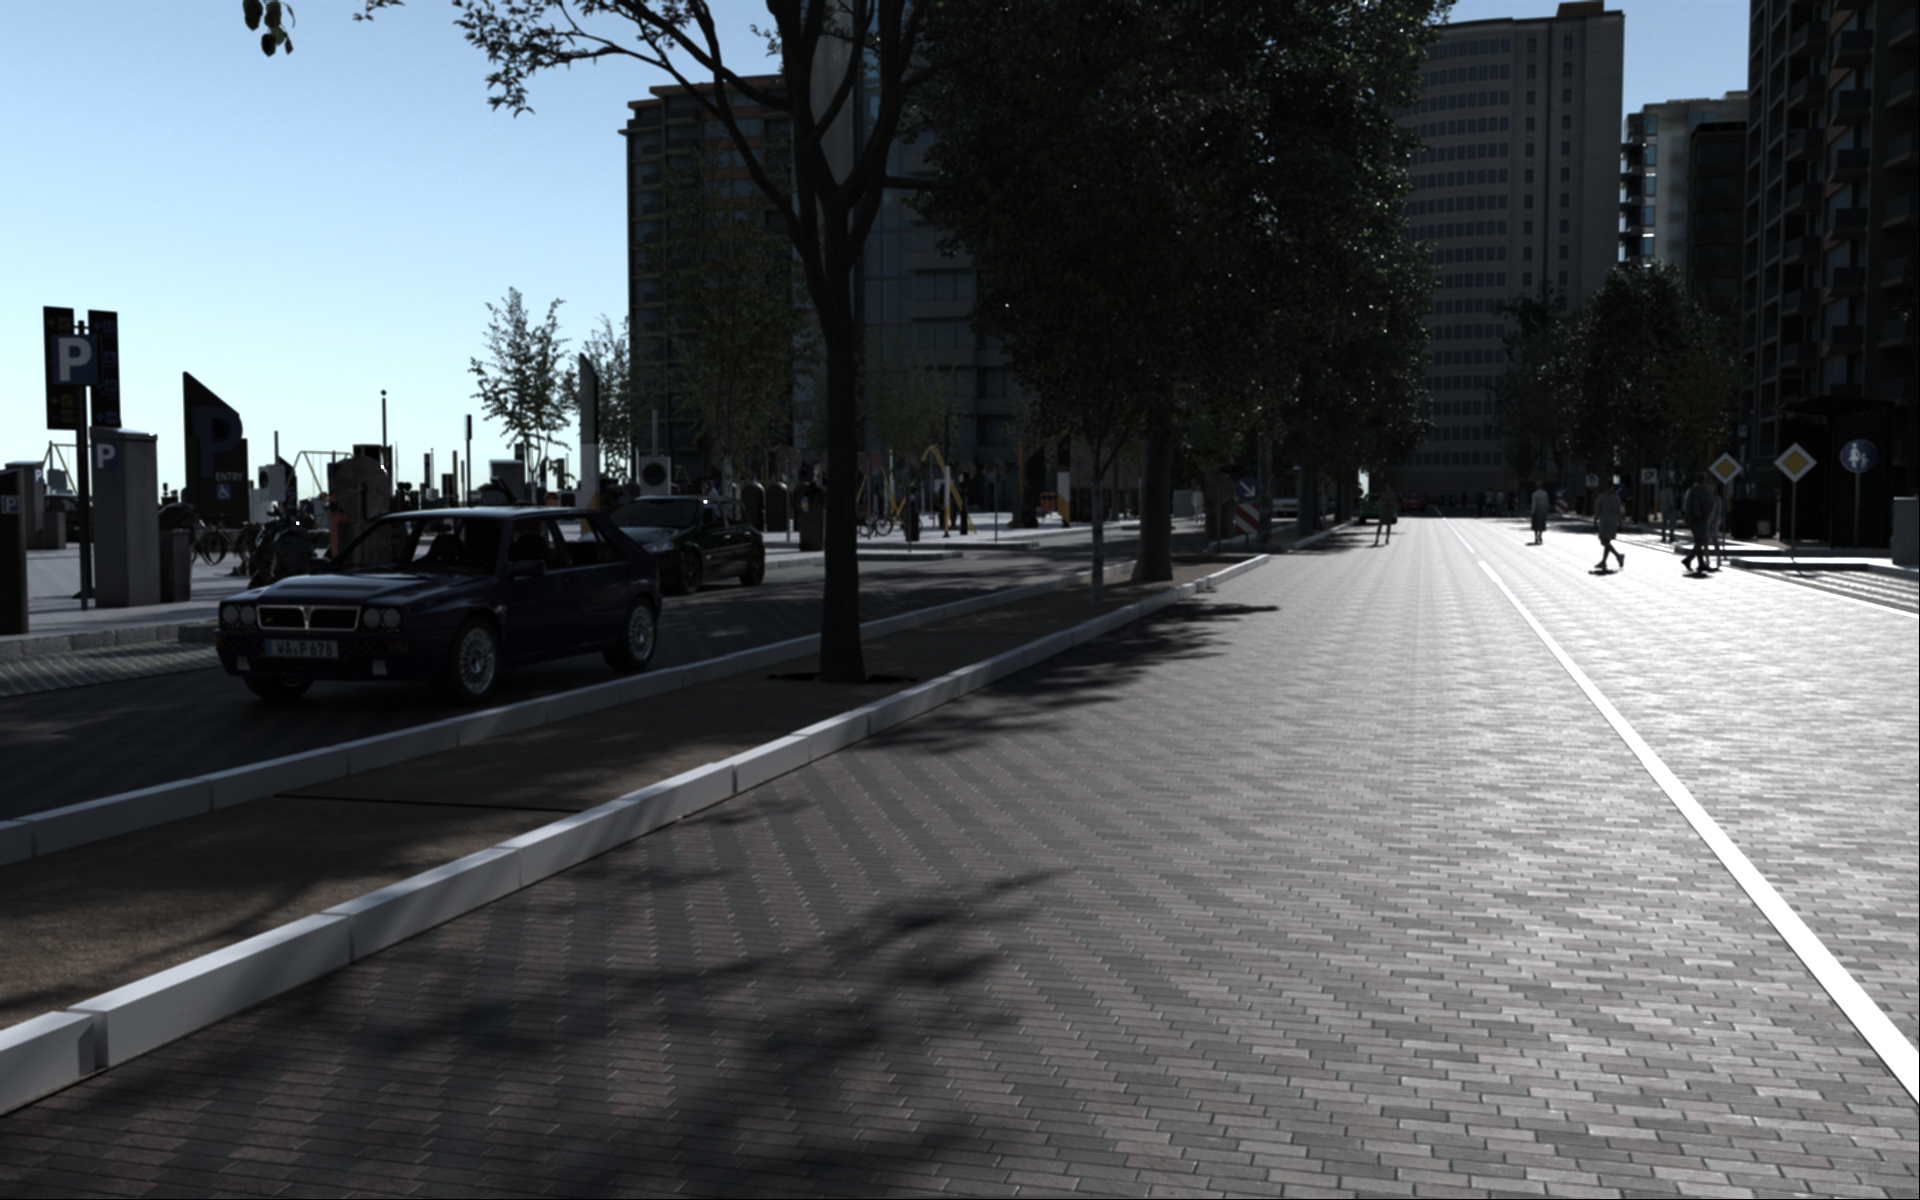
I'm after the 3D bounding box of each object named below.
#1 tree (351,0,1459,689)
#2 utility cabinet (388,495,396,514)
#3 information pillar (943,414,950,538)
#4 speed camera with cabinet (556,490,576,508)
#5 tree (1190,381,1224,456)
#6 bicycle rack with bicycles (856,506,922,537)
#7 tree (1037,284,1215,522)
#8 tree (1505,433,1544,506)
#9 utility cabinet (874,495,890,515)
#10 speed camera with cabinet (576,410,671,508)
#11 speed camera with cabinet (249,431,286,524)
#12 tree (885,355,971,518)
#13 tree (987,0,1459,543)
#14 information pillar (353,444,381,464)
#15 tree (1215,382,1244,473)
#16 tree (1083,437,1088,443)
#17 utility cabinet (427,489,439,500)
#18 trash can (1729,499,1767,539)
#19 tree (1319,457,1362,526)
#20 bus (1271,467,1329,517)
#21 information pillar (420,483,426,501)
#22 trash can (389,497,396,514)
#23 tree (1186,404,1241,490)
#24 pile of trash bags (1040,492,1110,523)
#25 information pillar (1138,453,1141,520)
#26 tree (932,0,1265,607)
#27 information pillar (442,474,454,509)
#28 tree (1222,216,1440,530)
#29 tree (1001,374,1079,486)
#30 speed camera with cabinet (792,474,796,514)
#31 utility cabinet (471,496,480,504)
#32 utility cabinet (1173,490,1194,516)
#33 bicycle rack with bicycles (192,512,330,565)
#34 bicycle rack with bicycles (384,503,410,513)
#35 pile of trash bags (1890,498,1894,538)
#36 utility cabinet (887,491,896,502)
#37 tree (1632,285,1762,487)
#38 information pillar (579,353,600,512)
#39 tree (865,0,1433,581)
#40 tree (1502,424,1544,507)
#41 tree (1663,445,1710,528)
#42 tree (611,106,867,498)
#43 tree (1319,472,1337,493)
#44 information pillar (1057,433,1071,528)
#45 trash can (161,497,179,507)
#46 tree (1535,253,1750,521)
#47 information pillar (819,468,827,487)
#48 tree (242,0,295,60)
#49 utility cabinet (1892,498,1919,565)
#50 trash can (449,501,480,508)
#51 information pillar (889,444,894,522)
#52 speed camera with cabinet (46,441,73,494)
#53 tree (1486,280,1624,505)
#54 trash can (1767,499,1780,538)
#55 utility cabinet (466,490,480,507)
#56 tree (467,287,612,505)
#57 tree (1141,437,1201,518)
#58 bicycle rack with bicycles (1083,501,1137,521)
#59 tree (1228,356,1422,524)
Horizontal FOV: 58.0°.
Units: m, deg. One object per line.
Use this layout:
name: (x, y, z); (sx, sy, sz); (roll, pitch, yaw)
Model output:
tree: (-0.911, -6.107, 12.676); (12.009, 13.543, 11.850); (0, 3, 0)
utility cabinet: (-36.707, -6.169, 112.022); (0.306, 1.237, 1.020); (0, 4, 3)
information pillar: (-0.385, -3.662, 51.222); (0.183, 3.616, 0.504); (0, 4, 8)
speed camera with cabinet: (-16.443, -4.958, 75.398); (2.038, 3.252, 0.660); (0, 4, 3)
tree: (20.061, -12.282, 126.572); (9.928, 11.665, 9.643); (0, 3, 0)
bicycle rack with bicycles: (-2.958, -2.413, 52.832); (2.925, 0.926, 2.852); (2, 4, 28)
tree: (7.212, -9.934, 80.544); (7.486, 12.596, 7.792); (0, 3, 0)
tree: (58.872, -14.077, 180.527); (4.360, 8.622, 3.978); (0, 3, 0)
utility cabinet: (-4.810, -5.867, 107.081); (1.020, 1.237, 0.306); (0, 4, 5)
speed camera with cabinet: (-7.801, -2.816, 40.382); (2.038, 3.252, 0.660); (0, 4, -5)
speed camera with cabinet: (-22.028, -3.685, 54.579); (2.038, 3.252, 0.660); (3, 5, 41)
tree: (-1.265, -8.598, 90.934); (4.360, 8.622, 3.978); (0, 3, 0)
tree: (7.502, -11.645, 48.735); (12.611, 20.169, 13.585); (0, 3, 0)
information pillar: (-8.799, -1.301, 25.762); (0.304, 2.012, 0.304); (3, 5, 45)
tree: (14.212, -11.396, 104.454); (7.486, 12.596, 7.792); (0, 3, 0)
tree: (6.871, -10.037, 114.462); (4.360, 8.622, 3.978); (0, 3, 0)
utility cabinet: (-21.142, -3.723, 69.542); (0.318, 1.500, 1.173); (-2, 4, -25)
trash can: (22.207, -2.292, 49.123); (0.748, 1.137, 0.748); (0, 3, 0)
tree: (16.193, -7.575, 76.665); (4.737, 8.622, 4.395); (0, 3, 0)
bus: (22.037, -7.146, 111.697); (2.948, 3.499, 13.247); (1, 4, 16)
information pillar: (-36.071, -6.845, 116.409); (0.304, 2.012, 0.304); (1, 4, 17)
trash can: (-23.551, -3.718, 72.447); (0.748, 1.137, 0.748); (0, 3, 0)
tree: (16.772, -10.089, 115.320); (4.360, 8.622, 3.978); (0, 3, 0)
pile of trash bags: (5.089, -4.234, 78.973); (3.447, 1.369, 1.912); (3, 4, 37)
information pillar: (9.043, -5.843, 86.886); (0.183, 3.616, 0.504); (0, 4, 3)
tree: (1.711, -4.190, 21.334); (4.737, 8.622, 4.395); (0, 3, 0)
information pillar: (-18.492, -3.553, 62.576); (0.304, 2.012, 0.304); (2, 4, 32)
tree: (14.184, -9.149, 69.050); (9.611, 12.733, 9.660); (0, 3, 0)
tree: (4.309, -9.434, 104.609); (4.360, 8.622, 3.978); (0, 3, 0)
speed camera with cabinet: (-10.765, -7.200, 112.058); (0.660, 3.252, 2.038); (0, 4, 7)
utility cabinet: (-15.016, -2.670, 54.815); (1.020, 1.237, 0.306); (-1, 4, -19)
utility cabinet: (12.832, -5.538, 99.224); (1.173, 1.500, 0.318); (3, 5, 39)
bicycle rack with bicycles: (-12.999, -1.110, 31.536); (2.852, 0.926, 2.925); (2, 4, 24)
bicycle rack with bicycles: (-30.821, -4.841, 92.530); (2.925, 0.926, 2.852); (-1, 4, -21)
pile of trash bags: (26.774, -2.570, 51.769); (3.447, 1.369, 1.912); (3, 4, 38)
utility cabinet: (-4.759, -6.395, 113.236); (1.173, 1.500, 0.318); (1, 4, 9)
tree: (25.800, -6.715, 60.160); (4.737, 8.622, 4.395); (0, 3, 0)
information pillar: (-6.135, -2.282, 28.672); (0.183, 3.616, 0.504); (-3, 5, -42)
tree: (3.214, -7.297, 28.412); (9.857, 13.997, 8.962); (0, 3, 0)
tree: (56.231, -13.610, 172.879); (4.737, 8.622, 4.395); (0, 3, 0)
tree: (28.204, -4.405, 66.629); (1.663, 3.219, 1.824); (0, 3, 0)
tree: (-4.337, -5.117, 34.024); (4.737, 8.622, 4.395); (0, 3, 0)
tree: (22.230, -9.051, 100.797); (4.360, 8.622, 3.978); (0, 3, 0)
information pillar: (3.925, -4.522, 65.289); (0.504, 3.616, 0.183); (2, 4, 27)
trash can: (-42.794, -5.010, 93.573); (0.748, 1.137, 0.748); (0, 3, 0)
tree: (32.622, -10.146, 82.890); (9.611, 12.733, 9.660); (0, 3, 0)
information pillar: (-3.819, -2.730, 49.121); (0.304, 2.012, 0.304); (-1, 4, -9)
tree: (-2.965, -3.170, 4.648); (4.360, 8.622, 3.978); (0, 3, 0)
utility cabinet: (17.470, -1.235, 31.349); (1.020, 1.237, 0.306); (2, 4, 27)
trash can: (-10.138, -1.473, 35.730); (0.748, 1.137, 0.748); (0, 3, 0)
information pillar: (-3.153, -5.446, 80.399); (0.183, 3.616, 0.504); (-1, 4, -16)
speed camera with cabinet: (-33.115, -4.245, 63.743); (0.660, 3.252, 2.038); (-2, 4, -35)
tree: (51.882, -18.041, 150.866); (12.611, 20.169, 13.585); (0, 3, 0)
trash can: (23.581, -2.389, 50.718); (0.748, 1.137, 0.748); (0, 3, 0)
utility cabinet: (-29.666, -5.968, 106.255); (1.173, 1.500, 0.318); (-2, 4, -34)
tree: (-15.132, -6.771, 61.075); (4.737, 8.622, 4.395); (0, 3, 0)
tree: (11.309, -6.712, 93.449); (4.285, 4.588, 4.351); (0, 3, 0)
bicycle rack with bicycles: (6.636, -4.255, 82.950); (2.925, 0.926, 2.852); (3, 5, 44)
tree: (18.425, -9.507, 83.656); (9.928, 11.665, 9.643); (0, 3, 0)
